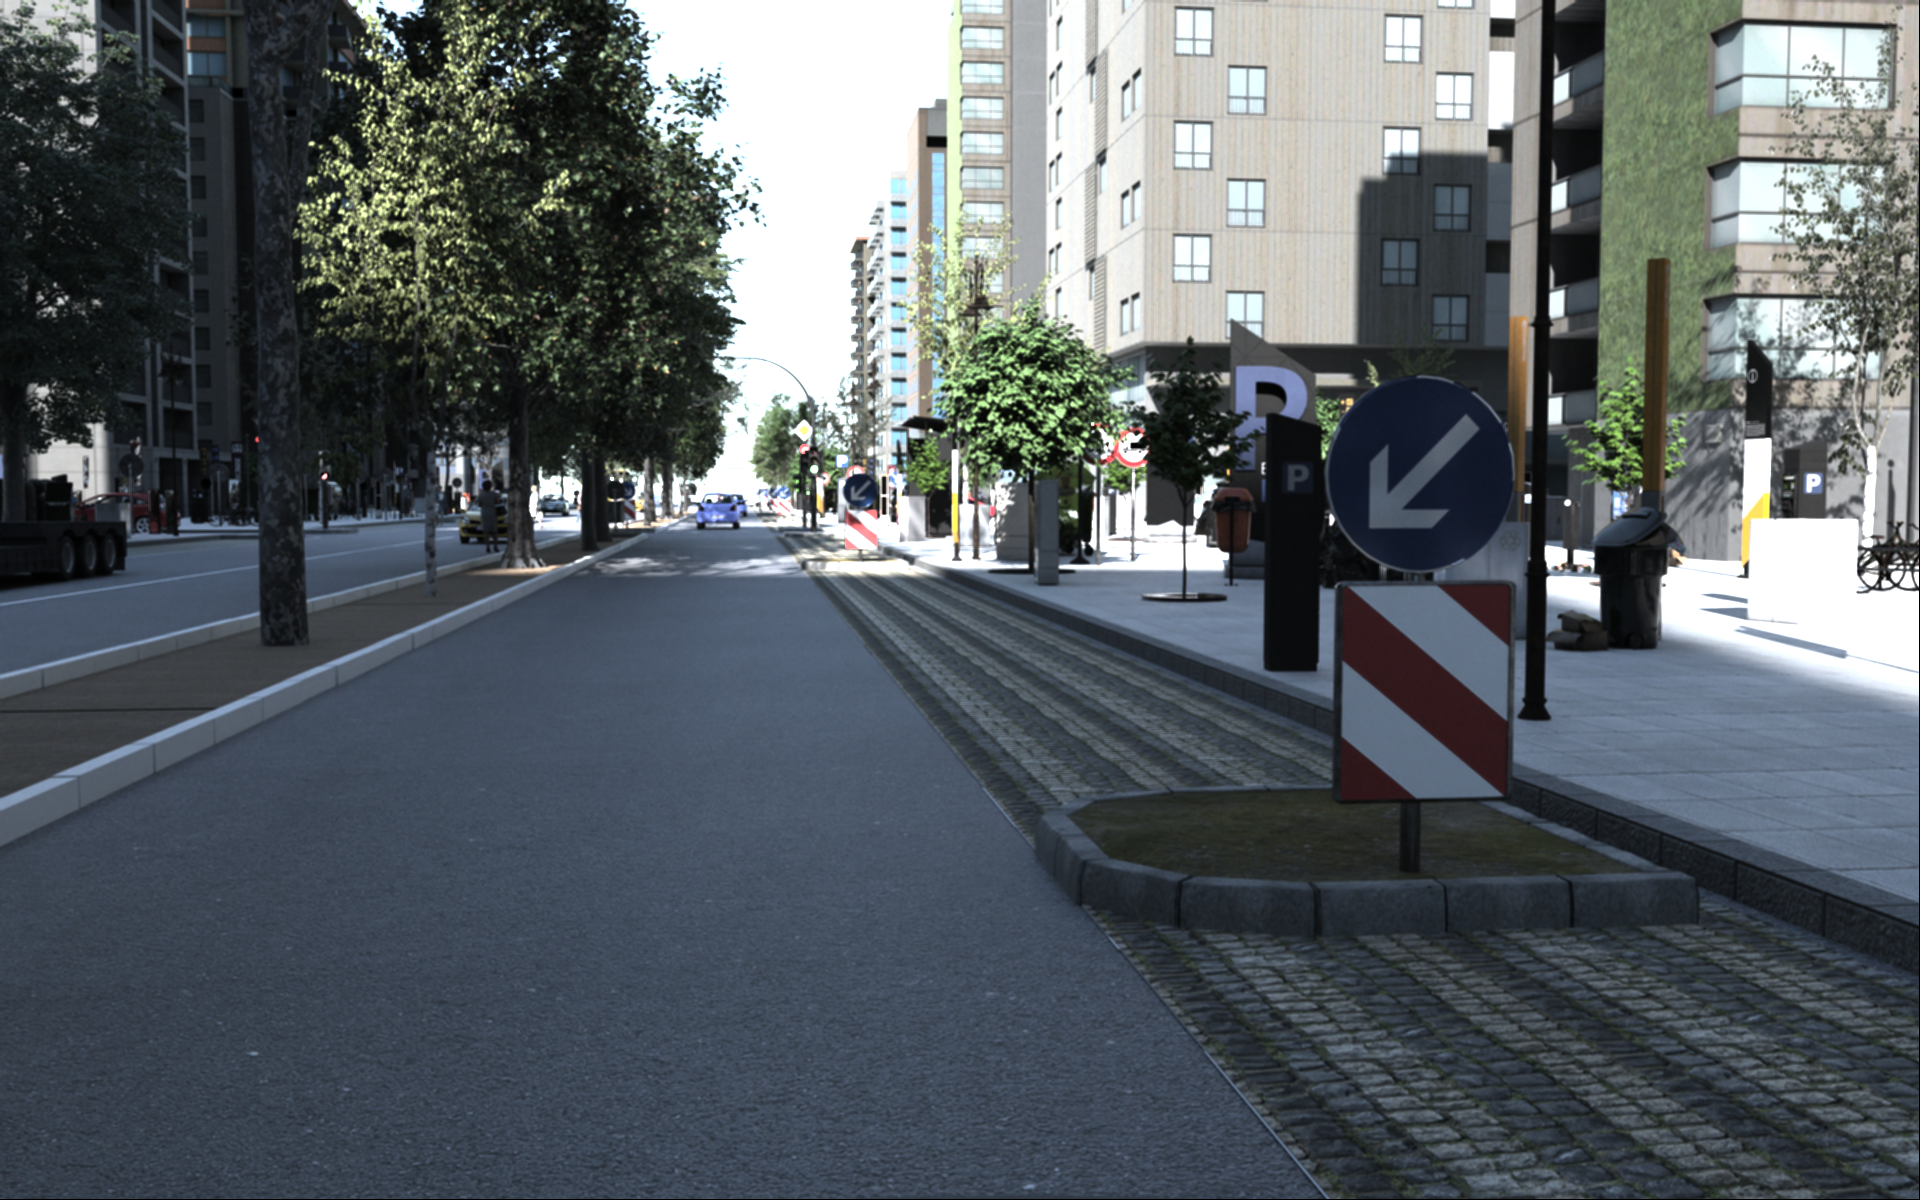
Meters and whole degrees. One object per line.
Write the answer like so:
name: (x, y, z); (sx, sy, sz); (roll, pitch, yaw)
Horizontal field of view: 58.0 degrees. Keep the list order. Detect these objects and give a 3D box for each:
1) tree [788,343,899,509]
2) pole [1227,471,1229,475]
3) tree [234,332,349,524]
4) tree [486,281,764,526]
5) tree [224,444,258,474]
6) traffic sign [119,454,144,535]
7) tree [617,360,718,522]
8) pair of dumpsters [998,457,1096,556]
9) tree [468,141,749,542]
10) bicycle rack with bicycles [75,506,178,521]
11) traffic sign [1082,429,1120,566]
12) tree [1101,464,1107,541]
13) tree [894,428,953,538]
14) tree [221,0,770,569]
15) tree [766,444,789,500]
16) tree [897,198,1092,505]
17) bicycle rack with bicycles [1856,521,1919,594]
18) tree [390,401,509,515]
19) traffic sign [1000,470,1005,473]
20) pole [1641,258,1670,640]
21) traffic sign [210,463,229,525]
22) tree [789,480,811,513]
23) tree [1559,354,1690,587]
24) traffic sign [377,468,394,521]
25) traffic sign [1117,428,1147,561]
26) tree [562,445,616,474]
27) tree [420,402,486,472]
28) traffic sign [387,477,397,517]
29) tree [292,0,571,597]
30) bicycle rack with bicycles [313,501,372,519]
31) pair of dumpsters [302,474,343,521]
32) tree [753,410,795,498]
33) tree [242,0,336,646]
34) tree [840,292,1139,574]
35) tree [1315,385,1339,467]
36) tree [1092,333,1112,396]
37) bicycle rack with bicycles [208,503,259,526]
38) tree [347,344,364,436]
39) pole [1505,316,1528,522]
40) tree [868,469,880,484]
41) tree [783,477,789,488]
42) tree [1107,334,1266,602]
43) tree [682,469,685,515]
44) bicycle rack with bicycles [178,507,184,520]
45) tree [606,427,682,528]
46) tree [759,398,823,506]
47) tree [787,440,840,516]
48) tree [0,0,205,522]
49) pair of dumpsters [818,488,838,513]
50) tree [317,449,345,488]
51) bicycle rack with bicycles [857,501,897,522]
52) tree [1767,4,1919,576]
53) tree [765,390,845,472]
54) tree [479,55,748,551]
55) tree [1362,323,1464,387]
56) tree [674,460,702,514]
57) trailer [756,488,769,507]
tree: (-5.349, -8.188, 84.232); (4.360, 8.622, 3.978); (0, 3, 0)
pole: (11.712, -4.983, 75.319); (0.158, 3.312, 0.155); (0, 3, 0)
tree: (-26.393, -7.211, 68.259); (4.360, 8.622, 3.978); (0, 3, 0)
tree: (-13.916, -10.009, 76.479); (12.009, 13.543, 11.850); (0, 3, 0)
tree: (-46.896, -7.926, 113.311); (4.285, 4.588, 4.351); (0, 3, 0)
traffic sign: (-26.052, -3.325, 54.476); (0.768, 2.556, 0.104); (0, 4, -4)
tree: (-15.799, -9.780, 88.116); (9.928, 11.665, 9.643); (0, 3, 0)
pair of dumpsters: (1.880, -2.153, 37.703); (1.574, 2.255, 4.437); (0, 4, -7)
tree: (-10.735, -8.699, 51.338); (9.857, 13.997, 8.962); (0, 3, 0)
bicycle rack with bicycles: (-36.137, -3.757, 74.811); (2.852, 0.926, 2.925); (2, 4, 26)
traffic sign: (2.480, -1.890, 31.014); (0.768, 2.556, 0.104); (0, 4, 1)
tree: (4.447, -3.223, 47.293); (1.663, 3.219, 1.824); (0, 3, 0)
tree: (-0.823, -3.417, 50.468); (1.663, 3.219, 1.824); (0, 3, 0)
tree: (-8.486, -6.946, 33.039); (9.611, 12.733, 9.660); (0, 3, 0)
tree: (-19.601, -15.004, 195.674); (4.360, 8.622, 3.978); (0, 3, 0)
tree: (0.352, -5.746, 44.314); (4.737, 8.622, 4.395); (0, 3, 0)
bicycle rack with bicycles: (12.266, -0.544, 22.275); (2.852, 0.926, 2.925); (-3, 4, -38)
tree: (-30.568, -10.356, 103.734); (7.601, 10.594, 8.767); (-1, 4, -9)
traffic sign: (1.642, -3.438, 56.317); (0.768, 2.556, 0.104); (0, 4, -4)
pole: (6.063, -1.302, 15.125); (0.158, 3.312, 0.155); (0, 3, 0)
traffic sign: (-30.614, -4.373, 71.608); (0.768, 2.556, 0.104); (0, 4, -6)
tree: (-10.605, -7.705, 120.575); (1.663, 3.219, 1.824); (0, 3, 0)
tree: (9.158, -1.800, 24.037); (1.663, 3.219, 1.824); (0, 3, 0)
traffic sign: (-27.773, -5.116, 83.747); (0.768, 2.556, 0.104); (0, 4, -4)
traffic sign: (3.302, -2.011, 32.990); (0.768, 2.556, 0.104); (0, 4, -2)
tree: (-42.564, -16.108, 197.780); (8.767, 10.594, 7.601); (-1, 4, -17)
tree: (-33.978, -13.106, 124.649); (12.009, 13.543, 11.850); (0, 3, 0)
traffic sign: (-31.323, -5.748, 95.167); (0.795, 2.450, 0.064); (0, 4, -3)
tree: (-7.398, -4.352, 23.978); (4.737, 8.622, 4.395); (0, 3, 0)
bicycle rack with bicycles: (-32.361, -4.771, 91.384); (2.925, 0.926, 2.852); (3, 5, 41)
pair of dumpsters: (-30.962, -4.941, 83.275); (1.574, 2.255, 4.437); (0, 4, -7)
tree: (-25.380, -19.239, 232.691); (7.486, 12.596, 7.792); (0, 3, 0)
tree: (-5.081, -9.587, 15.093); (12.611, 20.169, 13.585); (0, 3, 0)
tree: (1.114, -2.729, 28.340); (4.285, 4.588, 4.351); (0, 3, 0)
tree: (10.186, -4.053, 49.973); (4.285, 4.588, 4.351); (0, 3, 0)
tree: (5.180, -7.920, 79.858); (4.737, 8.622, 4.395); (0, 3, 0)
bicycle rack with bicycles: (-28.523, -3.449, 69.766); (2.925, 0.926, 2.852); (-1, 4, -13)
tree: (-27.465, -7.579, 74.282); (4.360, 8.622, 3.978); (0, 3, 0)
pole: (6.415, -1.599, 19.990); (0.158, 3.312, 0.155); (0, 3, 0)
tree: (-5.880, -7.491, 117.081); (1.663, 3.219, 1.824); (0, 3, 0)
tree: (-16.862, -11.059, 175.414); (1.663, 3.219, 1.824); (0, 3, 0)
tree: (2.862, -1.612, 20.957); (1.663, 3.219, 1.824); (0, 3, 0)
tree: (-18.124, -9.354, 105.751); (4.737, 8.622, 4.395); (0, 3, 0)
bicycle rack with bicycles: (-39.945, -4.421, 85.664); (2.925, 0.926, 2.852); (-2, 4, -35)
tree: (-13.328, -7.026, 67.690); (4.737, 8.622, 4.395); (0, 3, 0)
tree: (-17.928, -15.879, 185.372); (9.928, 11.665, 9.643); (0, 3, 0)
tree: (-7.497, -7.289, 102.892); (4.285, 4.588, 4.351); (0, 3, 0)
tree: (-24.264, -8.390, 43.838); (9.857, 13.997, 8.962); (0, 3, 0)
pair of dumpsters: (-8.904, -7.020, 117.270); (1.574, 2.255, 4.437); (0, 4, -7)
tree: (-43.950, -8.356, 120.330); (4.285, 4.588, 4.351); (0, 3, 0)
bicycle rack with bicycles: (-3.726, -4.073, 79.977); (2.852, 0.926, 2.925); (0, 4, -2)
tree: (14.549, -4.696, 27.135); (4.360, 8.622, 3.978); (0, 3, 0)
tree: (-13.924, -13.454, 154.393); (7.601, 10.594, 8.767); (1, 4, 12)
tree: (-9.169, -7.472, 42.754); (7.486, 12.596, 7.792); (0, 3, 0)
tree: (19.382, -7.555, 73.890); (4.737, 8.622, 4.395); (0, 3, 0)
tree: (-20.374, -10.583, 125.853); (4.360, 8.622, 3.978); (0, 3, 0)
trailer: (-19.202, -9.899, 168.898); (1.471, 1.999, 3.904); (-1, 4, -8)
